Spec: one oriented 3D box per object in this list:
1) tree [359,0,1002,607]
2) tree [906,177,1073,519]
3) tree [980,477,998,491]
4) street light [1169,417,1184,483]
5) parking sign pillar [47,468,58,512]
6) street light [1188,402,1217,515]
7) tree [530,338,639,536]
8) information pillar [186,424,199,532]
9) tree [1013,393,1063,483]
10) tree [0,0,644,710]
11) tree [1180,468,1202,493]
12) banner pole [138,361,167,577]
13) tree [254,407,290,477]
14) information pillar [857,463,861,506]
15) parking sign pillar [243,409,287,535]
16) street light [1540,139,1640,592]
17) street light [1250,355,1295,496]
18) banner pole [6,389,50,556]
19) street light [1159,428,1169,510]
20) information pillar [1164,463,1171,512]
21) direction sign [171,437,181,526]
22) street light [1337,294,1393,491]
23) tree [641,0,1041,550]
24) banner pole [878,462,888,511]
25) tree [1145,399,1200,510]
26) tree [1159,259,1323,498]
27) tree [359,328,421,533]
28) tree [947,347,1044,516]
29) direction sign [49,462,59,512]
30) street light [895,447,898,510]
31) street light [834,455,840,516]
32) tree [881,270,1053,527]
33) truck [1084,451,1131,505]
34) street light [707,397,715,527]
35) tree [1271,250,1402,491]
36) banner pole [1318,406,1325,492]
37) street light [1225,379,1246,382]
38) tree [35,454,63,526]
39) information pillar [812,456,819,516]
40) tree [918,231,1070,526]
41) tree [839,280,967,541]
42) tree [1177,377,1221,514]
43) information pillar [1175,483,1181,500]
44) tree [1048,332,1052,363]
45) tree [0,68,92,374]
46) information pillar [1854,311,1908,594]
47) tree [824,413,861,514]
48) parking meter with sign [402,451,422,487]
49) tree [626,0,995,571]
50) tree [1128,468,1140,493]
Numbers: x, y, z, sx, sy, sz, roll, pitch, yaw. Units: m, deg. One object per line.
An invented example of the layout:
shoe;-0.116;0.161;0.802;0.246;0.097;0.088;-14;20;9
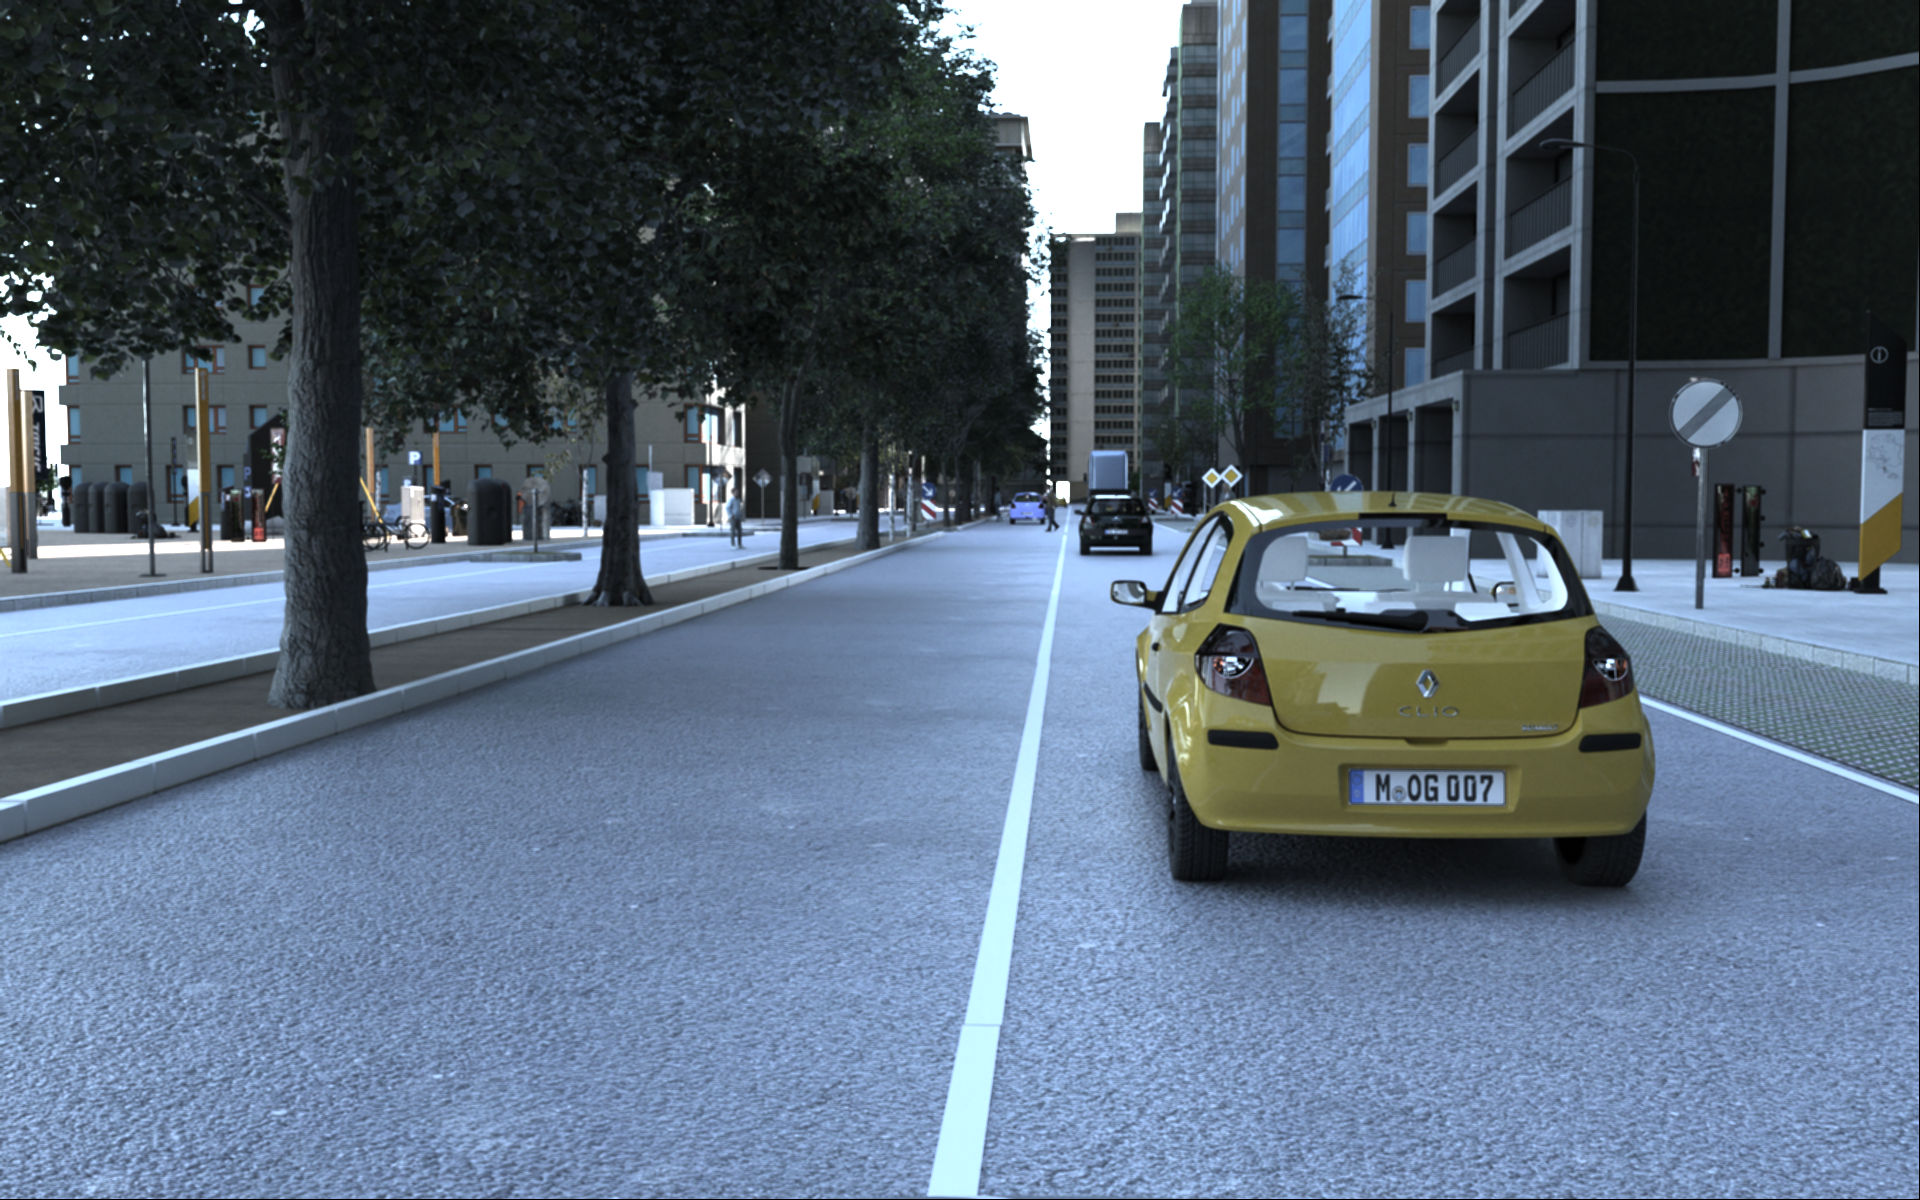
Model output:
tree;-4.365;-6.279;22.120;9.611;12.733;9.660;0;3;0
tree;-0.183;-14.836;100.913;12.611;20.169;13.585;0;3;0
tree;2.599;-10.732;128.284;4.360;8.622;3.978;0;3;0
street light;13.541;-8.075;104.573;1.470;5.913;1.316;0;4;4
parking sign pillar;-66.190;-8.372;125.347;1.447;3.967;1.447;0;4;0
street light;12.364;-7.014;87.217;1.470;5.913;1.316;0;4;4
tree;-11.434;-6.247;52.508;4.360;8.622;3.978;0;3;0
information pillar;-25.705;-4.085;58.152;0.504;3.616;0.183;1;4;10
tree;2.354;-12.252;119.777;9.611;12.733;9.660;0;3;0
tree;-4.337;-6.259;11.454;9.857;13.997;8.962;0;3;0
tree;16.963;-8.101;127.047;1.663;3.219;1.824;0;3;0
banner pole;-12.729;-2.271;27.153;0.401;3.779;0.863;-2;4;-29
tree;-12.435;-2.375;33.432;1.663;3.219;1.824;0;3;0
information pillar;-6.823;-7.814;119.114;0.504;3.616;0.183;-1;4;-10
parking sign pillar;-21.748;-4.024;54.257;1.447;3.967;1.447;2;4;33
street light;8.293;-3.075;22.812;1.470;5.913;1.316;0;4;4
street light;10.557;-5.213;57.775;1.470;5.913;1.316;0;4;4
banner pole;-19.579;-2.832;36.324;0.863;3.779;0.401;-2;4;-31
street light;14.665;-9.137;121.932;1.470;5.913;1.316;0;4;4
information pillar;15.239;-8.299;127.036;0.504;3.616;0.183;0;4;3
direction sign;-31.457;-4.732;69.358;0.379;3.537;0.876;-2;4;-34
street light;9.476;-4.151;40.413;1.470;5.913;1.316;0;4;4
tree;-2.388;-8.263;44.220;9.857;13.997;8.962;0;3;0
banner pole;-6.018;-8.811;134.071;0.863;3.779;0.401;0;4;1
tree;16.570;-11.314;135.346;4.737;8.622;4.395;0;3;0
tree;12.518;-9.278;77.449;9.928;11.665;9.643;0;3;0
tree;-19.252;-6.540;57.285;4.360;8.622;3.978;0;3;0
tree;1.681;-11.657;111.175;7.486;12.596;7.792;0;3;0
direction sign;-64.966;-8.090;124.275;0.379;3.537;0.876;1;4;11
street light;-4.486;-10.072;137.223;1.470;5.913;1.316;0;4;4
street light;-6.758;-7.938;102.322;1.470;5.913;1.316;0;4;4
tree;-0.470;-8.078;68.945;8.767;10.594;7.601;0;4;4
truck;8.976;-6.880;102.244;2.967;4.110;18.799;0;4;3
street light;-9.111;-5.773;66.936;1.470;5.913;1.316;0;4;4
tree;11.383;-6.293;53.256;4.360;8.622;3.978;0;3;0
banner pole;10.268;-3.623;49.247;0.401;3.779;0.863;0;4;1
street light;11.380;-5.952;69.849;1.470;5.913;1.316;0;4;4
tree;-37.811;-4.667;70.908;1.663;3.219;1.824;0;3;0
information pillar;-8.507;-6.780;102.205;0.504;3.616;0.183;3;5;42
tree;-0.088;-10.147;78.738;12.009;13.543;11.850;0;3;0
tree;-1.666;-6.364;56.865;4.360;8.622;3.978;0;3;0
tree;15.613;-9.679;108.609;4.360;8.622;3.978;0;3;0
information pillar;14.688;-6.858;116.621;0.304;2.012;0.304;-2;4;-32
tree;0.284;-11.047;89.735;9.857;13.997;8.962;0;3;0
tree;-12.948;-4.366;21.743;4.737;8.622;4.395;0;3;0
information pillar;11.828;-1.888;22.221;0.504;3.616;0.183;1;4;9
tree;-7.216;-9.900;112.227;4.737;8.622;4.395;0;3;0
parking meter with sign;-22.194;-4.499;69.816;0.543;3.016;1.738;0;4;0
tree;-3.139;-6.365;32.277;9.928;11.665;9.643;0;3;0
tree;22.342;-14.343;218.216;4.285;4.588;4.351;0;3;0
